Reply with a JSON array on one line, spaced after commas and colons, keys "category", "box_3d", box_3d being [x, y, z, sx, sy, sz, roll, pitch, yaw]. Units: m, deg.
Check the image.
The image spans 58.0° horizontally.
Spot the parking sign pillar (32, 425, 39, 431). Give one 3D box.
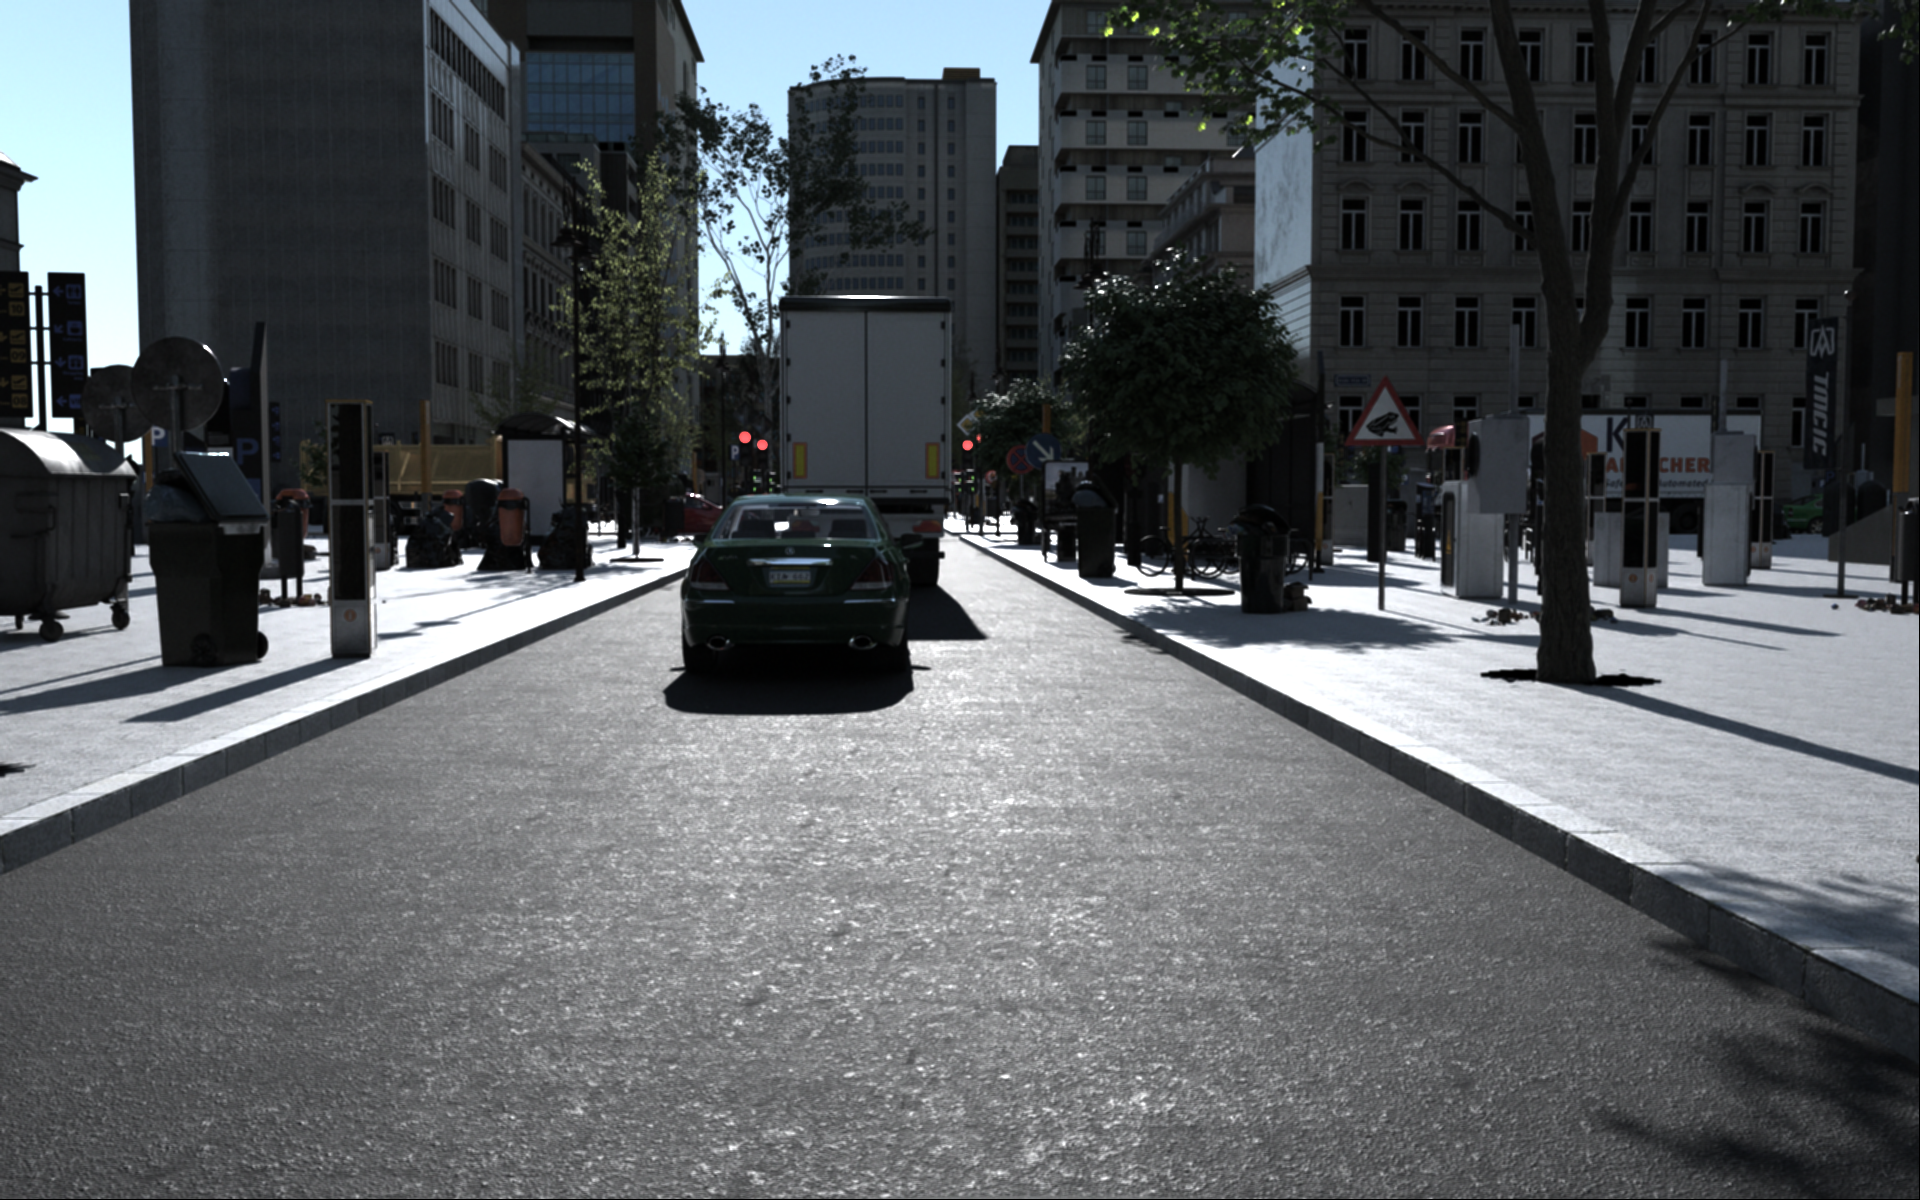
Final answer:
[{"category": "parking sign pillar", "box_3d": [-35.450, -4.721, 65.661, 1.447, 3.967, 1.447, 2, 4, 26]}]

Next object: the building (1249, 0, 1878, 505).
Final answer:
[{"category": "building", "box_3d": [26.991, -17.359, 81.076, 25.104, 27.353, 12.463, 0, 4, -3]}]

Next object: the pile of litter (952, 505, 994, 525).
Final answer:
[{"category": "pile of litter", "box_3d": [0.731, -3.629, 73.302, 1.176, 0.858, 1.719, -2, 4, -32]}]

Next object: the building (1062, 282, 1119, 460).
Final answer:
[{"category": "building", "box_3d": [24.540, -19.027, 156.127, 27.650, 21.520, 28.899, 0, 4, -3]}]

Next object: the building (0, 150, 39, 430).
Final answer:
[{"category": "building", "box_3d": [-53.076, -12.980, 76.858, 19.286, 19.102, 10.561, 0, 4, -3]}]

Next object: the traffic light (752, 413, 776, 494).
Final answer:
[{"category": "traffic light", "box_3d": [-6.818, -4.357, 60.150, 0.839, 4.253, 0.868, 0, 4, -3]}]

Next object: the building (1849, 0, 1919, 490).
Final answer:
[{"category": "building", "box_3d": [52.284, -17.697, 82.845, 24.014, 27.812, 14.314, 0, 4, -3]}]

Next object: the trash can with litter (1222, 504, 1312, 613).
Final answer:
[{"category": "trash can with litter", "box_3d": [3.381, -0.460, 18.905, 0.624, 1.170, 1.055, 3, 5, 40]}]

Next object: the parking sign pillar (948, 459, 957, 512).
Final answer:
[{"category": "parking sign pillar", "box_3d": [-0.930, -8.506, 127.550, 1.447, 3.967, 1.447, -2, 4, -24]}]

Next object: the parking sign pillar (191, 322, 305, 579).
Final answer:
[{"category": "parking sign pillar", "box_3d": [-10.862, -2.328, 26.540, 1.447, 3.967, 1.447, -1, 4, -17]}]

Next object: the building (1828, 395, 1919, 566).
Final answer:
[{"category": "building", "box_3d": [32.990, -20.416, 25.682, 32.217, 40.220, 23.993, 0, 4, -3]}]

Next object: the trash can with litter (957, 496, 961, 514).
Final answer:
[{"category": "trash can with litter", "box_3d": [0.172, -5.999, 109.471, 0.624, 1.170, 1.055, -1, 4, -8]}]

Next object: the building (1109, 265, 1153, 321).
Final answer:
[{"category": "building", "box_3d": [16.692, -16.052, 127.071, 10.561, 19.102, 19.286, 0, 4, -3]}]

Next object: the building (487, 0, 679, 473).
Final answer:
[{"category": "building", "box_3d": [-33.133, -30.909, 155.475, 14.600, 45.320, 14.200, 0, 4, -3]}]

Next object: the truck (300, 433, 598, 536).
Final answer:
[{"category": "truck", "box_3d": [-15.846, -3.652, 55.640, 9.791, 3.379, 3.469, 0, 4, -1]}]

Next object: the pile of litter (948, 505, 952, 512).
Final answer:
[{"category": "pile of litter", "box_3d": [-0.869, -6.641, 122.545, 1.719, 0.858, 1.176, 0, 4, -6]}]

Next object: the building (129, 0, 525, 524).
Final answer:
[{"category": "building", "box_3d": [-28.884, -16.173, 82.450, 12.078, 24.808, 19.932, 0, 4, -3]}]

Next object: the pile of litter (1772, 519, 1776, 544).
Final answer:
[{"category": "pile of litter", "box_3d": [20.576, -1.892, 44.901, 1.176, 0.858, 1.719, 3, 4, 36]}]

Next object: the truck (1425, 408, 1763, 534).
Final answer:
[{"category": "truck", "box_3d": [20.634, -4.214, 57.819, 11.283, 4.237, 2.839, 0, 4, -2]}]

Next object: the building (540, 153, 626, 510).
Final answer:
[{"category": "building", "box_3d": [-30.713, -17.806, 120.805, 12.332, 23.373, 15.834, 0, 4, -3]}]

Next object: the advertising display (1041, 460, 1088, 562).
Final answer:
[{"category": "advertising display", "box_3d": [2.033, -1.696, 32.940, 0.974, 1.923, 0.123, -1, 4, -13]}]

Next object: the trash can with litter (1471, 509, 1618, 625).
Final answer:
[{"category": "trash can with litter", "box_3d": [5.921, -0.409, 17.750, 2.233, 1.210, 1.678, -3, 4, -38]}]

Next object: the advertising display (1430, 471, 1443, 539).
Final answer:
[{"category": "advertising display", "box_3d": [13.761, -2.702, 49.384, 0.974, 1.923, 0.123, -3, 4, -36]}]

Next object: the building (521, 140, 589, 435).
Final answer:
[{"category": "building", "box_3d": [-29.098, -16.749, 102.731, 11.050, 23.489, 19.941, 0, 4, -3]}]

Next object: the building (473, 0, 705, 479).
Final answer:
[{"category": "building", "box_3d": [-41.692, -36.186, 180.886, 27.495, 52.752, 28.713, 0, 4, -3]}]

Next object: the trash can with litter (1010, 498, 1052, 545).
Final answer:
[{"category": "trash can with litter", "box_3d": [1.808, -1.977, 43.712, 0.624, 1.170, 1.055, 3, 5, 45]}]

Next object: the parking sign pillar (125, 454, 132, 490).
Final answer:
[{"category": "parking sign pillar", "box_3d": [-56.192, -7.810, 116.166, 1.447, 3.967, 1.447, 2, 4, 27]}]

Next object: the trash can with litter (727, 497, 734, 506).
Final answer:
[{"category": "trash can with litter", "box_3d": [-10.134, -4.056, 77.708, 1.055, 1.170, 0.624, 3, 5, 43]}]

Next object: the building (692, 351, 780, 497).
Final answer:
[{"category": "building", "box_3d": [-38.764, -24.493, 245.505, 28.899, 21.520, 27.650, 0, 4, -3]}]

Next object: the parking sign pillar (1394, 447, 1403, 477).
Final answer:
[{"category": "parking sign pillar", "box_3d": [17.070, -4.936, 69.178, 1.447, 3.967, 1.447, -2, 4, -32]}]

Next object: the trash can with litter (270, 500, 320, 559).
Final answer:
[{"category": "trash can with litter", "box_3d": [-13.183, -1.401, 34.296, 1.055, 1.170, 0.624, 1, 4, 16]}]

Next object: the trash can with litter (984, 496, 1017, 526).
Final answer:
[{"category": "trash can with litter", "box_3d": [1.681, -3.607, 70.026, 2.233, 1.210, 1.678, -3, 4, -38]}]

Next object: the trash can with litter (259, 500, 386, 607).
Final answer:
[{"category": "trash can with litter", "box_3d": [-7.927, -0.574, 20.449, 1.678, 1.210, 2.233, -3, 5, -40]}]

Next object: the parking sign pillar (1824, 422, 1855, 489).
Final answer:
[{"category": "parking sign pillar", "box_3d": [32.607, -4.635, 64.255, 1.447, 3.967, 1.447, -3, 4, -37]}]

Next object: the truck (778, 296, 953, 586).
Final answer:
[{"category": "truck", "box_3d": [-1.741, -2.527, 30.235, 2.839, 4.237, 11.283, 0, 4, -4]}]

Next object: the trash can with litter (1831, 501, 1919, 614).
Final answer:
[{"category": "trash can with litter", "box_3d": [10.557, -0.497, 19.176, 1.678, 1.210, 2.233, 1, 4, 16]}]

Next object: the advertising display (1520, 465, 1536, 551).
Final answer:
[{"category": "advertising display", "box_3d": [12.909, -2.090, 39.379, 0.123, 1.923, 0.974, 0, 4, 5]}]

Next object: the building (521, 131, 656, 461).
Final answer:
[{"category": "building", "box_3d": [-32.852, -22.630, 141.700, 14.160, 30.474, 14.107, 0, 4, -3]}]

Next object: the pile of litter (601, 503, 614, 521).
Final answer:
[{"category": "pile of litter", "box_3d": [-17.272, -4.260, 83.623, 1.176, 0.858, 1.719, -1, 4, -10]}]

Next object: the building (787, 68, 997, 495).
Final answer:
[{"category": "building", "box_3d": [-9.637, -42.840, 242.425, 28.212, 58.520, 21.231, 0, 4, -3]}]

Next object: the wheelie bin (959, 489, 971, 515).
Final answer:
[{"category": "wheelie bin", "box_3d": [0.382, -5.939, 105.018, 0.980, 1.594, 0.693, -1, 4, -17]}]

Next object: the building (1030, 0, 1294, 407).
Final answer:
[{"category": "building", "box_3d": [22.858, -36.332, 183.269, 28.713, 52.752, 27.495, 0, 4, -3]}]

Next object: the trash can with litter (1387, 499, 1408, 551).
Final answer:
[{"category": "trash can with litter", "box_3d": [9.790, -1.699, 39.161, 0.624, 1.170, 1.055, 1, 4, 12]}]

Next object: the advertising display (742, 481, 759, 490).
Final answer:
[{"category": "advertising display", "box_3d": [-10.080, -4.783, 83.416, 0.974, 1.923, 0.123, -3, 5, -43]}]

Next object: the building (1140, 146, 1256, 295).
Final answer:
[{"category": "building", "box_3d": [19.314, -16.099, 105.026, 13.314, 21.916, 24.055, 0, 4, -3]}]

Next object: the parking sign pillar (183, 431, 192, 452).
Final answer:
[{"category": "parking sign pillar", "box_3d": [-31.487, -5.103, 71.913, 1.447, 3.967, 1.447, -2, 4, -30]}]

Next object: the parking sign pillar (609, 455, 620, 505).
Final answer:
[{"category": "parking sign pillar", "box_3d": [-19.767, -6.835, 100.219, 1.447, 3.967, 1.447, -3, 5, -44]}]

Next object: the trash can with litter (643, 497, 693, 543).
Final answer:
[{"category": "trash can with litter", "box_3d": [-7.239, -2.146, 46.145, 2.233, 1.210, 1.678, 0, 4, 1]}]

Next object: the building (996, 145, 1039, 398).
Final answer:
[{"category": "building", "box_3d": [15.291, -37.926, 243.795, 21.600, 48.544, 21.300, 0, 4, -3]}]
